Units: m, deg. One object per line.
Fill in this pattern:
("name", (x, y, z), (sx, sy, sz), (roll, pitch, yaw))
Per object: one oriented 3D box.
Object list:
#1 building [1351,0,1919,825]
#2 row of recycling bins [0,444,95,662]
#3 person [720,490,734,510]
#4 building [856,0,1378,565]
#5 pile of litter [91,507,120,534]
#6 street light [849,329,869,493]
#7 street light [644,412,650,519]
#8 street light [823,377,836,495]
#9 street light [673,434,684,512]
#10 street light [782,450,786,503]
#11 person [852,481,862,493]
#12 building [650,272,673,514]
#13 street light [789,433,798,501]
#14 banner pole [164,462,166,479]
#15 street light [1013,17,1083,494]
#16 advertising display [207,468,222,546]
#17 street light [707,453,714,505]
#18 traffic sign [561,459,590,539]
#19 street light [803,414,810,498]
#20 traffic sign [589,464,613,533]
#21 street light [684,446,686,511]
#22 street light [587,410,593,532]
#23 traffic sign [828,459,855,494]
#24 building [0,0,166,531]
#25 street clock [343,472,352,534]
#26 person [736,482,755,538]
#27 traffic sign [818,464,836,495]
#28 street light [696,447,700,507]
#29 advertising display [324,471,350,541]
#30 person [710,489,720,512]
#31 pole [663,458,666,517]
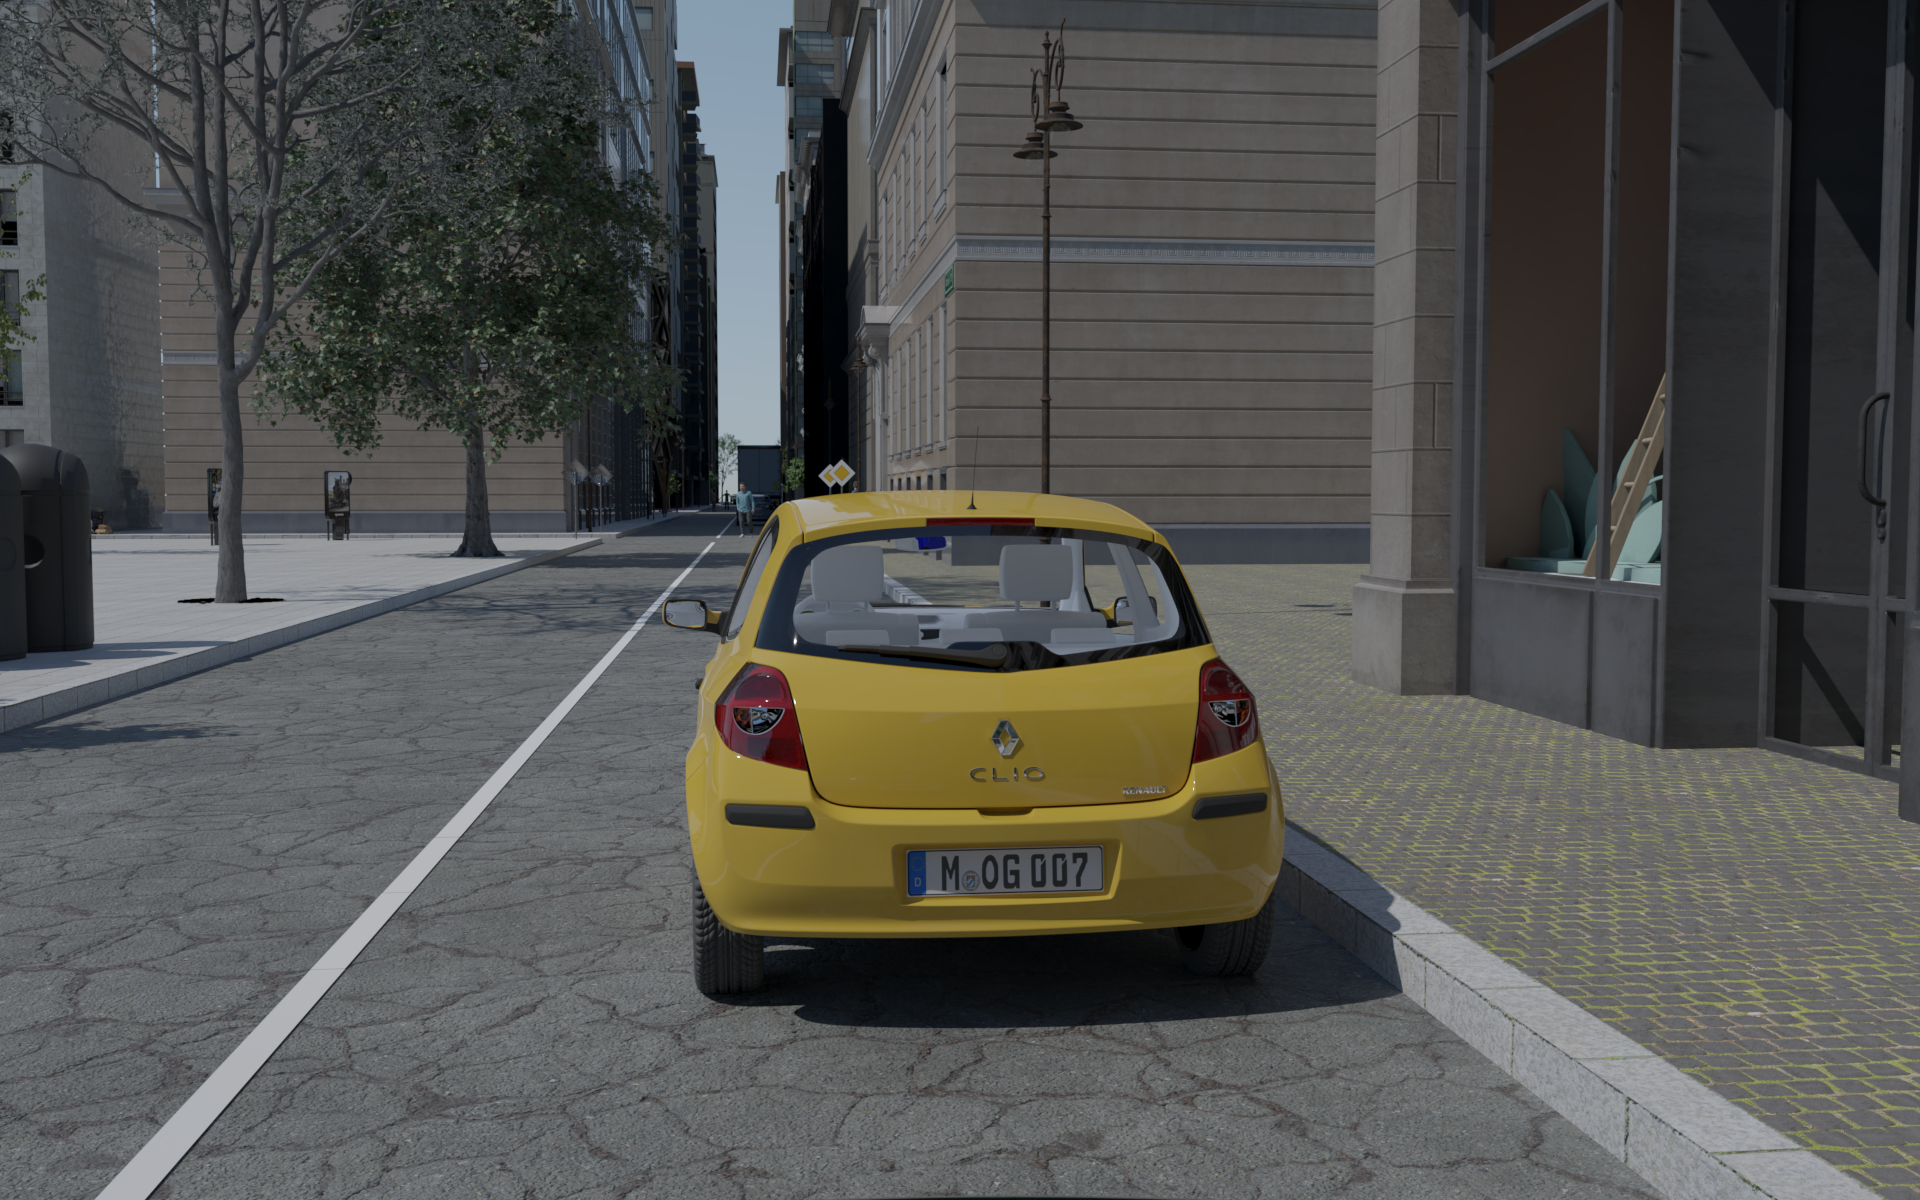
("building", (7.252, -9.758, 10.459), (10.553, 20.767, 40.483), (0, 4, -7))
("row of recycling bins", (-7.876, -0.357, 12.952), (1.069, 1.692, 3.534), (1, 4, 13))
("person", (-21.435, -9.221, 159.249), (1.348, 1.826, 0.705), (0, 4, -2))
("building", (4.891, -15.565, 40.391), (13.634, 28.700, 20.117), (0, 4, -7))
("pile of litter", (-27.531, -2.519, 55.143), (1.719, 0.858, 1.176), (0, 4, 6))
("street light", (-2.836, -4.641, 48.676), (0.468, 5.910, 1.993), (0, 4, -7))
("street light", (-16.058, -7.107, 88.984), (0.468, 5.910, 1.993), (0, 4, -7))
("street light", (-5.165, -5.871, 68.782), (0.468, 5.910, 1.993), (0, 4, -7))
("street light", (-19.707, -9.033, 120.474), (0.468, 5.910, 1.993), (0, 4, -7))
("street light", (-17.877, -12.477, 176.782), (0.468, 5.910, 1.993), (0, 4, -7))
("person", (-3.127, -2.708, 52.794), (0.581, 1.822, 0.654), (-2, 4, -35))
("building", (-27.406, -15.023, 113.085), (16.820, 18.784, 16.811), (0, 4, -7))
("street light", (-12.511, -9.719, 131.695), (0.468, 5.910, 1.993), (0, 4, -7))
("banner pole", (-44.349, -6.527, 96.739), (0.863, 3.779, 0.401), (0, 4, 4))
("street light", (0.868, -2.732, 17.457), (0.468, 5.910, 1.993), (0, 4, -7))
("advertising display", (-18.567, -2.333, 43.359), (0.123, 1.923, 0.974), (0, 4, -1))
("street light", (-28.526, -13.687, 196.574), (0.468, 5.910, 1.993), (0, 4, -7))
("traffic sign", (-10.908, -2.785, 49.175), (0.795, 2.450, 0.064), (0, 4, -7))
("street light", (-8.806, -7.799, 100.302), (0.468, 5.910, 1.993), (0, 4, -7))
("traffic sign", (-11.837, -3.270, 57.106), (0.795, 2.450, 0.064), (0, 4, -7))
("street light", (-21.428, -9.866, 134.100), (0.468, 5.910, 1.993), (0, 4, -7))
("street light", (-12.374, -5.197, 57.762), (0.468, 5.910, 1.993), (0, 4, -7))
("traffic sign", (-3.413, -2.837, 50.030), (0.795, 2.450, 0.064), (0, 4, -7))
("building", (-37.463, -12.438, 58.109), (16.860, 20.320, 10.420), (0, 4, -7))
("street clock", (-19.643, -3.103, 55.305), (0.471, 2.002, 0.358), (2, 4, 31))
("person", (-7.073, -2.982, 57.278), (0.660, 1.820, 0.620), (1, 4, 10))
("traffic sign", (-4.342, -3.322, 57.961), (0.795, 2.450, 0.064), (0, 4, -7))
("street light", (-24.971, -11.777, 165.338), (0.468, 5.910, 1.993), (0, 4, -7))
("advertising display", (-17.254, -2.617, 47.997), (0.123, 1.923, 0.974), (1, 4, 17))
("person", (-20.077, -8.137, 141.550), (0.705, 1.824, 1.348), (-3, 5, -45))
("pole", (-16.644, -6.341, 97.510), (0.158, 3.312, 0.155), (0, 3, 0))
